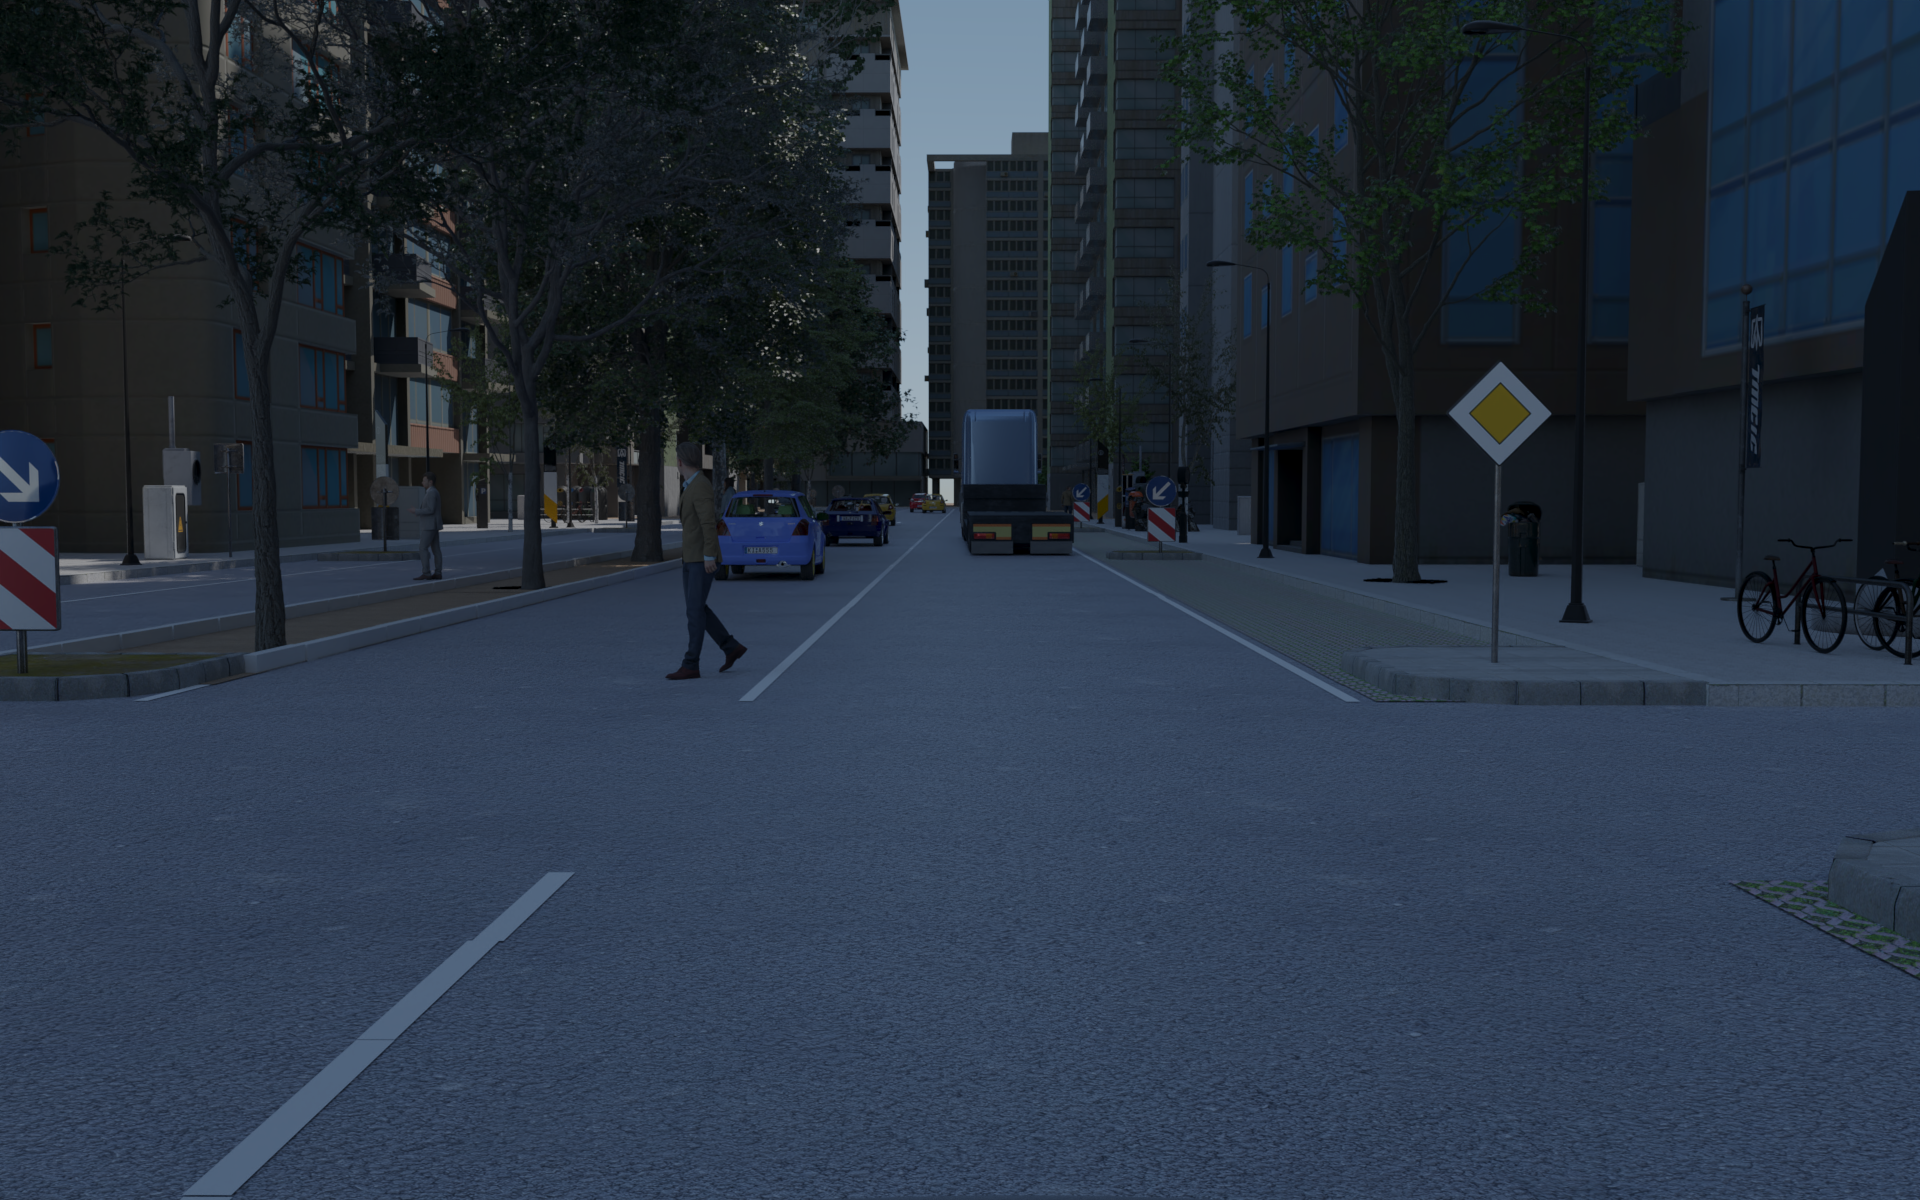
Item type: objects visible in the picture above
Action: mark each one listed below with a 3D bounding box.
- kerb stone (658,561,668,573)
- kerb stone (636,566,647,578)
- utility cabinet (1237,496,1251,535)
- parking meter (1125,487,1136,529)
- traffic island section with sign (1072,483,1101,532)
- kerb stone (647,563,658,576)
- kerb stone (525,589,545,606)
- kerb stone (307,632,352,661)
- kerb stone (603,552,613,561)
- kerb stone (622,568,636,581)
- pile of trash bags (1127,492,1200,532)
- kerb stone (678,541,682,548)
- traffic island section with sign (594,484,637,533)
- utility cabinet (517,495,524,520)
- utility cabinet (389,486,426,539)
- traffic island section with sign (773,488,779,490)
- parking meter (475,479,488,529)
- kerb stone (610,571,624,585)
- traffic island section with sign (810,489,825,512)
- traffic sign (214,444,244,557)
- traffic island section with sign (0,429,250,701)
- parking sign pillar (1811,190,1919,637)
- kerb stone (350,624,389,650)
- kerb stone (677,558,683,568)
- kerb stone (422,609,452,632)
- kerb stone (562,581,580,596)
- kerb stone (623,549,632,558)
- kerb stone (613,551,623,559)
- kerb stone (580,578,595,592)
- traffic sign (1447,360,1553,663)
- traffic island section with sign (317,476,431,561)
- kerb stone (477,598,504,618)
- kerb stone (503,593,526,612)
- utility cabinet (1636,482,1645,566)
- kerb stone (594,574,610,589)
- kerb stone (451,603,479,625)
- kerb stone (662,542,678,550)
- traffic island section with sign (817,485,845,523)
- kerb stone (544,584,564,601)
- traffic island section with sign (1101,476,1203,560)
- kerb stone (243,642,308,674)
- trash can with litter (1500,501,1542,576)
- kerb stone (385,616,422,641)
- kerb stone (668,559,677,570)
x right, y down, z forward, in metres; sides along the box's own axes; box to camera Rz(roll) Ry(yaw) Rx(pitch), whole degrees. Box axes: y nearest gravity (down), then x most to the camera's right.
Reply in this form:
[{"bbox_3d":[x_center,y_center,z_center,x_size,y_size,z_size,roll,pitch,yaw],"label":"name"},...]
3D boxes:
[{"bbox_3d":[-5.544,-0.582,31.717,0.120,0.150,1.000,0,4,0],"label":"kerb stone"},{"bbox_3d":[-5.552,-0.457,29.670,0.120,0.150,1.000,0,4,0],"label":"kerb stone"},{"bbox_3d":[9.182,-2.621,54.015,1.020,1.237,0.306,0,4,-4],"label":"utility cabinet"},{"bbox_3d":[6.231,-3.359,63.324,0.372,1.533,0.369,0,3,0],"label":"parking meter"},{"bbox_3d":[4.417,-3.461,65.223,1.989,1.847,2.006,0,4,0],"label":"traffic island section with sign"},{"bbox_3d":[-5.550,-0.520,30.695,0.120,0.150,1.000,0,4,0],"label":"kerb stone"},{"bbox_3d":[-5.604,-0.019,22.498,0.120,0.150,1.000,0,4,0],"label":"kerb stone"},{"bbox_3d":[-5.638,0.425,15.315,0.120,0.150,1.000,0,4,0],"label":"kerb stone"},{"bbox_3d":[-7.613,-0.902,36.942,0.120,0.150,1.000,0,4,0],"label":"kerb stone"},{"bbox_3d":[-5.566,-0.392,28.646,0.120,0.150,1.000,0,4,0],"label":"kerb stone"},{"bbox_3d":[6.777,-3.069,59.931,1.912,1.369,3.447,-2,4,-25],"label":"pile of trash bags"},{"bbox_3d":[-7.554,-1.466,46.168,0.120,0.150,1.000,0,4,0],"label":"kerb stone"},{"bbox_3d":[-12.560,-3.448,64.995,1.989,1.847,2.006,0,4,0],"label":"traffic island section with sign"},{"bbox_3d":[-21.507,-4.594,86.276,1.020,1.237,0.306,0,4,7],"label":"utility cabinet"},{"bbox_3d":[-15.747,-2.484,49.285,1.173,1.500,0.318,2,4,24],"label":"utility cabinet"},{"bbox_3d":[-12.243,-6.527,115.341,1.989,1.847,2.006,0,4,0],"label":"traffic island section with sign"},{"bbox_3d":[-17.817,-3.596,64.512,0.399,1.863,0.255,-3,5,-40],"label":"parking meter"},{"bbox_3d":[-5.566,-0.324,27.621,0.120,0.150,1.000,0,4,0],"label":"kerb stone"},{"bbox_3d":[-12.072,-8.175,142.295,1.989,1.847,2.006,0,4,0],"label":"traffic island section with sign"},{"bbox_3d":[-14.809,-2.017,35.100,0.606,2.300,0.079,0,4,2],"label":"traffic sign"},{"bbox_3d":[-6.697,-0.292,12.916,2.006,1.907,1.989,0,4,0],"label":"traffic island section with sign"},{"bbox_3d":[8.756,-1.688,16.068,1.447,3.967,1.447,1,4,14],"label":"parking sign pillar"},{"bbox_3d":[-5.638,0.362,16.337,0.120,0.150,1.000,0,4,0],"label":"kerb stone"},{"bbox_3d":[-5.532,-0.708,33.765,0.120,0.150,1.000,0,4,0],"label":"kerb stone"},{"bbox_3d":[-5.626,0.233,18.382,0.120,0.150,1.000,0,4,0],"label":"kerb stone"},{"bbox_3d":[-5.594,-0.144,24.546,0.120,0.150,1.000,0,4,0],"label":"kerb stone"},{"bbox_3d":[-7.596,-1.027,38.990,0.120,0.150,1.000,0,4,0],"label":"kerb stone"},{"bbox_3d":[-7.609,-0.962,37.964,0.120,0.150,1.000,0,4,0],"label":"kerb stone"},{"bbox_3d":[-5.591,-0.201,25.569,0.120,0.150,1.000,0,4,0],"label":"kerb stone"},{"bbox_3d":[4.063,-0.579,13.112,0.795,2.450,0.064,0,4,0],"label":"traffic sign"},{"bbox_3d":[-12.731,-1.790,37.902,1.989,1.847,2.006,0,4,0],"label":"traffic island section with sign"},{"bbox_3d":[-5.608,0.108,20.431,0.120,0.150,1.000,0,4,0],"label":"kerb stone"},{"bbox_3d":[-5.605,0.045,21.465,0.120,0.150,1.000,0,4,0],"label":"kerb stone"},{"bbox_3d":[12.497,-1.337,30.541,1.173,1.500,0.318,-1,4,-22],"label":"utility cabinet"},{"bbox_3d":[-5.582,-0.265,26.595,0.120,0.150,1.000,0,4,0],"label":"kerb stone"},{"bbox_3d":[-5.624,0.171,19.407,0.120,0.150,1.000,0,4,0],"label":"kerb stone"},{"bbox_3d":[-7.561,-1.402,45.142,0.120,0.150,1.000,0,4,0],"label":"kerb stone"},{"bbox_3d":[-6.241,-4.888,88.053,2.006,1.907,1.989,0,4,0],"label":"traffic island section with sign"},{"bbox_3d":[-5.593,-0.081,23.523,0.120,0.150,1.000,0,4,0],"label":"kerb stone"},{"bbox_3d":[4.255,-1.813,38.269,1.989,1.847,2.006,0,4,0],"label":"traffic island section with sign"},{"bbox_3d":[-5.656,0.483,14.293,0.120,0.150,1.000,0,4,0],"label":"kerb stone"},{"bbox_3d":[8.827,-0.968,27.221,0.624,1.170,1.055,1,4,21],"label":"trash can with litter"},{"bbox_3d":[-5.633,0.296,17.359,0.120,0.150,1.000,0,4,0],"label":"kerb stone"},{"bbox_3d":[-5.540,-0.642,32.743,0.120,0.150,1.000,0,4,0],"label":"kerb stone"}]
